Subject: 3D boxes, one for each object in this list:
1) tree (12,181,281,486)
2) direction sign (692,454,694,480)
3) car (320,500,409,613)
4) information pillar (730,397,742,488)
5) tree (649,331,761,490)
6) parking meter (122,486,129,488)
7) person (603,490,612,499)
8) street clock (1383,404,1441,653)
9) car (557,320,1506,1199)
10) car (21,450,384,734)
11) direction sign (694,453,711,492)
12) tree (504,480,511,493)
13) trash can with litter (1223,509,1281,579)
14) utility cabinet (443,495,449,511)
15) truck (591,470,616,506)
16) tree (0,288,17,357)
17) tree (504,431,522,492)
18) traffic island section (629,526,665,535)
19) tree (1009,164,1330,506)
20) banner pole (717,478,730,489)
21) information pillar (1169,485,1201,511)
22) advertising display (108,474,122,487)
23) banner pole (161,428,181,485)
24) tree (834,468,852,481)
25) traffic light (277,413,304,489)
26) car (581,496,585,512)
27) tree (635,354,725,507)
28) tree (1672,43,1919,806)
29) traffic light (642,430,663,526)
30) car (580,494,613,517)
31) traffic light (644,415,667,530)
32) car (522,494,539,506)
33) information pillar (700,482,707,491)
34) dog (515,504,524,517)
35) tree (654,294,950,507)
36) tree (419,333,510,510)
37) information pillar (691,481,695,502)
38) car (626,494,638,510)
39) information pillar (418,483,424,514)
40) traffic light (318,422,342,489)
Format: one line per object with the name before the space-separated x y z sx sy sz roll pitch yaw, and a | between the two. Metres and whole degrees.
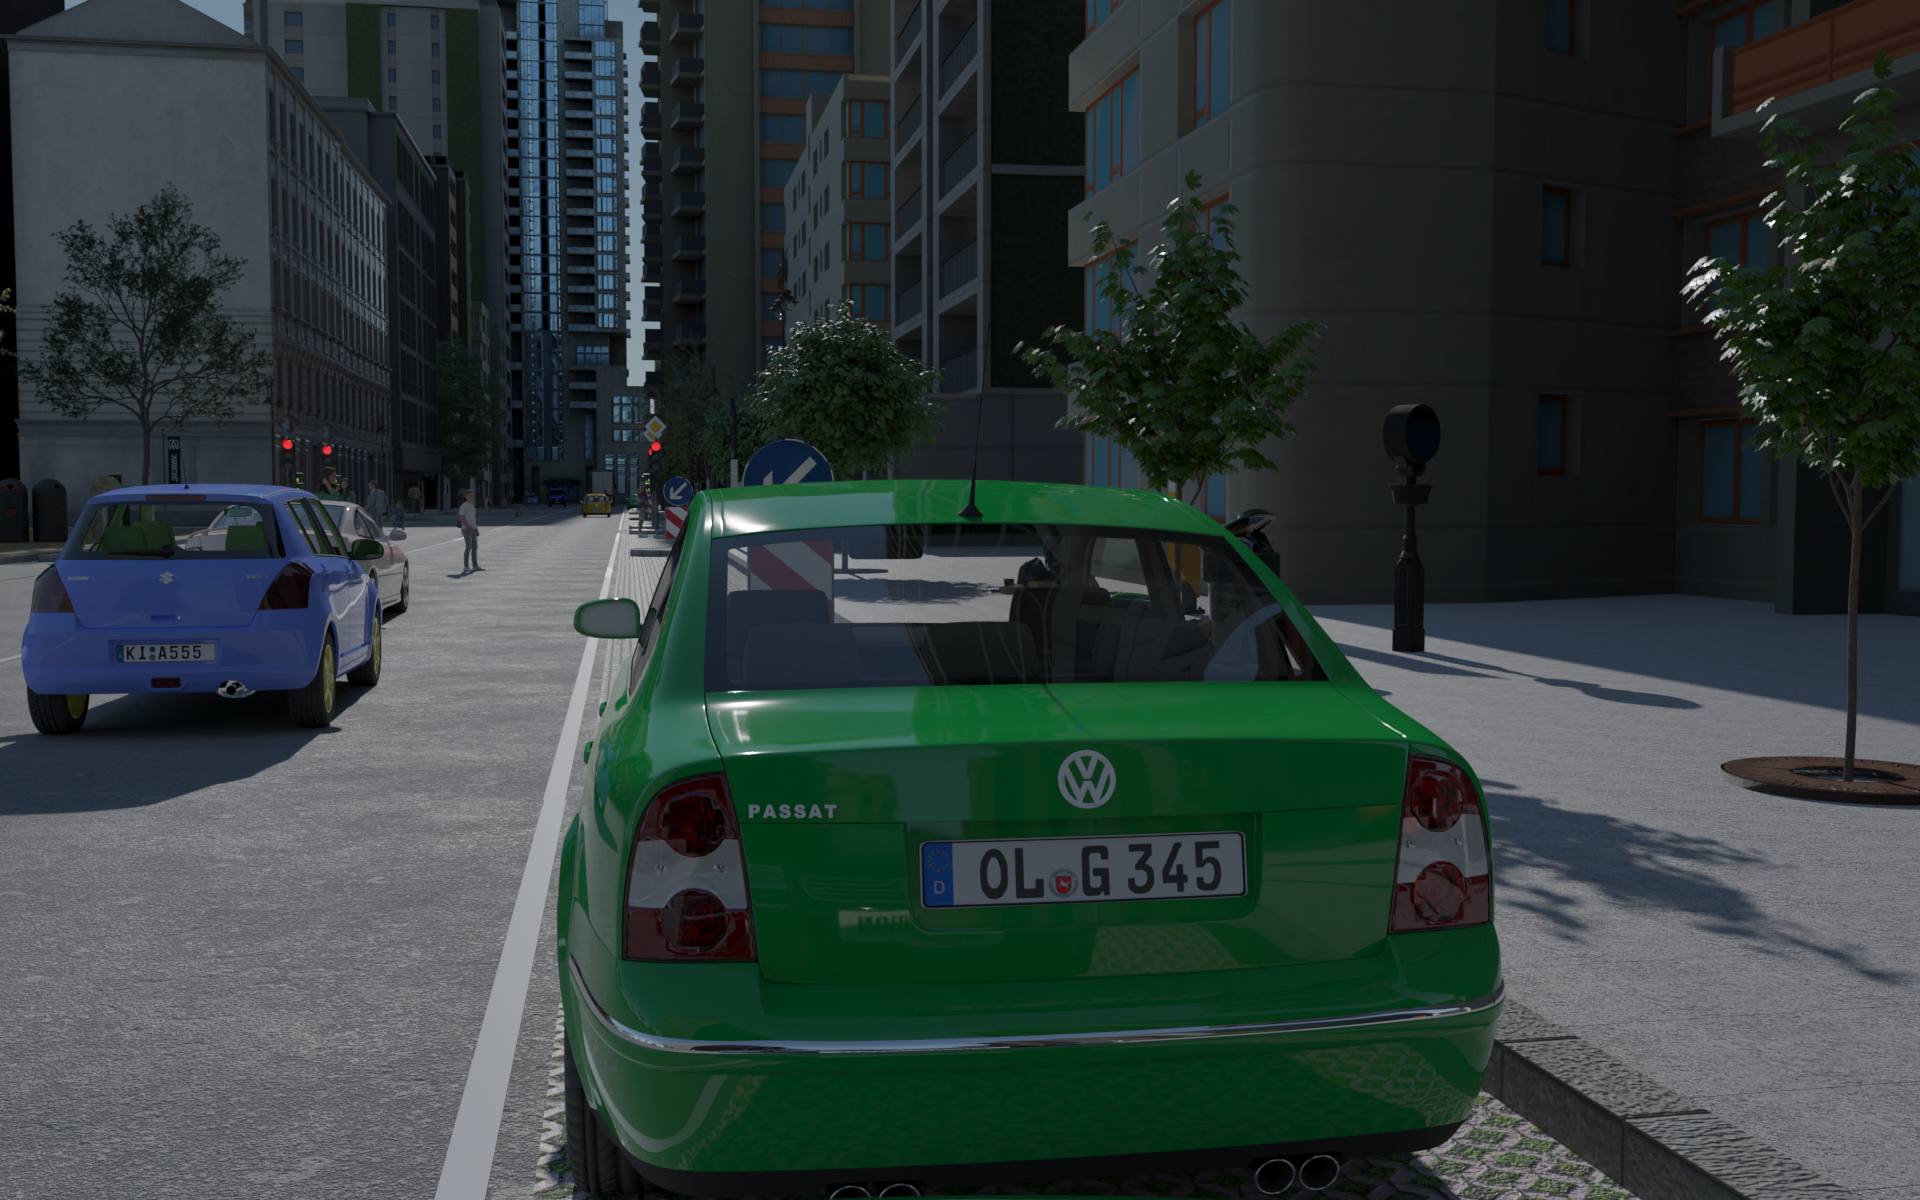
tree | -23.762 -7.127 50.933 7.601 10.594 8.767 -3 5 -40
direction sign | -14.929 -6.535 98.846 0.876 3.537 0.379 2 4 25
car | -7.350 -0.432 19.419 2.083 1.381 4.827 -1 4 -11
information pillar | -5.458 -3.088 41.840 0.183 3.616 0.504 -1 4 -17
tree | -11.134 -7.799 77.870 4.360 8.622 3.978 0 3 0
parking meter | -25.183 -2.673 52.119 0.372 1.533 0.369 0 3 0
person | -37.066 -10.575 181.035 1.348 1.869 0.705 -1 4 -15
street clock | 3.661 -0.582 14.079 0.471 2.002 0.358 -3 4 -39
car | -0.156 0.230 5.029 1.959 1.807 4.718 -1 4 -9
car | -4.968 -0.133 11.760 1.945 1.707 3.694 -1 4 -12
direction sign | -14.272 -6.414 96.860 0.379 3.537 0.876 3 4 38
tree | -51.251 -12.227 194.508 1.663 3.219 1.824 0 3 0
trash can with litter | 1.939 -0.120 13.346 0.624 1.170 1.055 -3 5 -44
utility cabinet | -39.381 -7.433 132.698 0.306 1.237 1.020 -1 4 -10
truck | -41.921 -13.135 203.677 2.839 4.237 11.283 -1 4 -10
tree | -23.991 -5.462 39.671 4.360 8.622 3.978 0 3 0
tree | -49.635 -14.523 187.815 4.360 8.622 3.978 0 3 0
traffic island section | -10.868 -2.442 62.201 2.009 0.180 2.903 -1 4 -11
tree | 1.408 -0.954 10.206 1.663 3.219 1.824 0 3 0
banner pole | -13.020 -6.485 96.040 0.863 3.779 0.401 -1 4 -16
information pillar | 2.402 -1.654 18.403 0.183 3.616 0.504 3 5 43
advertising display | -27.973 -3.190 57.366 0.123 1.923 0.974 -1 4 -8
banner pole | -30.012 -4.637 65.833 0.401 3.779 0.863 3 5 44
tree | -3.294 -2.887 41.796 1.663 3.219 1.824 0 3 0
traffic light | -23.097 -4.331 59.737 0.839 4.253 0.868 -1 4 -11
car | -29.507 -7.793 139.414 2.014 1.417 4.499 -1 4 -9
tree | -14.457 -8.558 90.283 4.737 8.622 4.395 0 3 0
tree | 4.046 -0.788 7.491 1.663 3.219 1.824 0 3 0
traffic light | -12.412 -4.954 69.922 0.839 4.253 0.868 -1 4 -11
car | -22.706 -5.995 108.239 2.015 1.641 3.980 -1 4 -12
traffic light | -10.909 -4.475 62.079 0.839 4.253 0.868 -1 4 -11
car | -50.945 -11.980 205.462 1.945 1.707 3.694 -1 4 -11
information pillar | -15.148 -5.980 102.266 0.304 2.012 0.304 1 4 10
dog | -27.665 -5.594 108.297 0.800 0.831 0.513 0 4 -8
tree | -1.974 -2.734 28.413 4.285 4.588 4.351 0 3 0
tree | -40.566 -14.000 135.558 9.857 13.997 8.962 0 3 0
information pillar | -14.566 -5.484 94.159 0.304 2.012 0.304 -1 4 -12
car | -29.379 -9.102 157.605 1.959 1.807 4.718 -1 4 -12
information pillar | -34.217 -6.448 109.918 0.304 2.012 0.304 -1 4 -18
traffic light | -24.599 -4.811 67.580 0.839 4.253 0.868 -1 4 -11
